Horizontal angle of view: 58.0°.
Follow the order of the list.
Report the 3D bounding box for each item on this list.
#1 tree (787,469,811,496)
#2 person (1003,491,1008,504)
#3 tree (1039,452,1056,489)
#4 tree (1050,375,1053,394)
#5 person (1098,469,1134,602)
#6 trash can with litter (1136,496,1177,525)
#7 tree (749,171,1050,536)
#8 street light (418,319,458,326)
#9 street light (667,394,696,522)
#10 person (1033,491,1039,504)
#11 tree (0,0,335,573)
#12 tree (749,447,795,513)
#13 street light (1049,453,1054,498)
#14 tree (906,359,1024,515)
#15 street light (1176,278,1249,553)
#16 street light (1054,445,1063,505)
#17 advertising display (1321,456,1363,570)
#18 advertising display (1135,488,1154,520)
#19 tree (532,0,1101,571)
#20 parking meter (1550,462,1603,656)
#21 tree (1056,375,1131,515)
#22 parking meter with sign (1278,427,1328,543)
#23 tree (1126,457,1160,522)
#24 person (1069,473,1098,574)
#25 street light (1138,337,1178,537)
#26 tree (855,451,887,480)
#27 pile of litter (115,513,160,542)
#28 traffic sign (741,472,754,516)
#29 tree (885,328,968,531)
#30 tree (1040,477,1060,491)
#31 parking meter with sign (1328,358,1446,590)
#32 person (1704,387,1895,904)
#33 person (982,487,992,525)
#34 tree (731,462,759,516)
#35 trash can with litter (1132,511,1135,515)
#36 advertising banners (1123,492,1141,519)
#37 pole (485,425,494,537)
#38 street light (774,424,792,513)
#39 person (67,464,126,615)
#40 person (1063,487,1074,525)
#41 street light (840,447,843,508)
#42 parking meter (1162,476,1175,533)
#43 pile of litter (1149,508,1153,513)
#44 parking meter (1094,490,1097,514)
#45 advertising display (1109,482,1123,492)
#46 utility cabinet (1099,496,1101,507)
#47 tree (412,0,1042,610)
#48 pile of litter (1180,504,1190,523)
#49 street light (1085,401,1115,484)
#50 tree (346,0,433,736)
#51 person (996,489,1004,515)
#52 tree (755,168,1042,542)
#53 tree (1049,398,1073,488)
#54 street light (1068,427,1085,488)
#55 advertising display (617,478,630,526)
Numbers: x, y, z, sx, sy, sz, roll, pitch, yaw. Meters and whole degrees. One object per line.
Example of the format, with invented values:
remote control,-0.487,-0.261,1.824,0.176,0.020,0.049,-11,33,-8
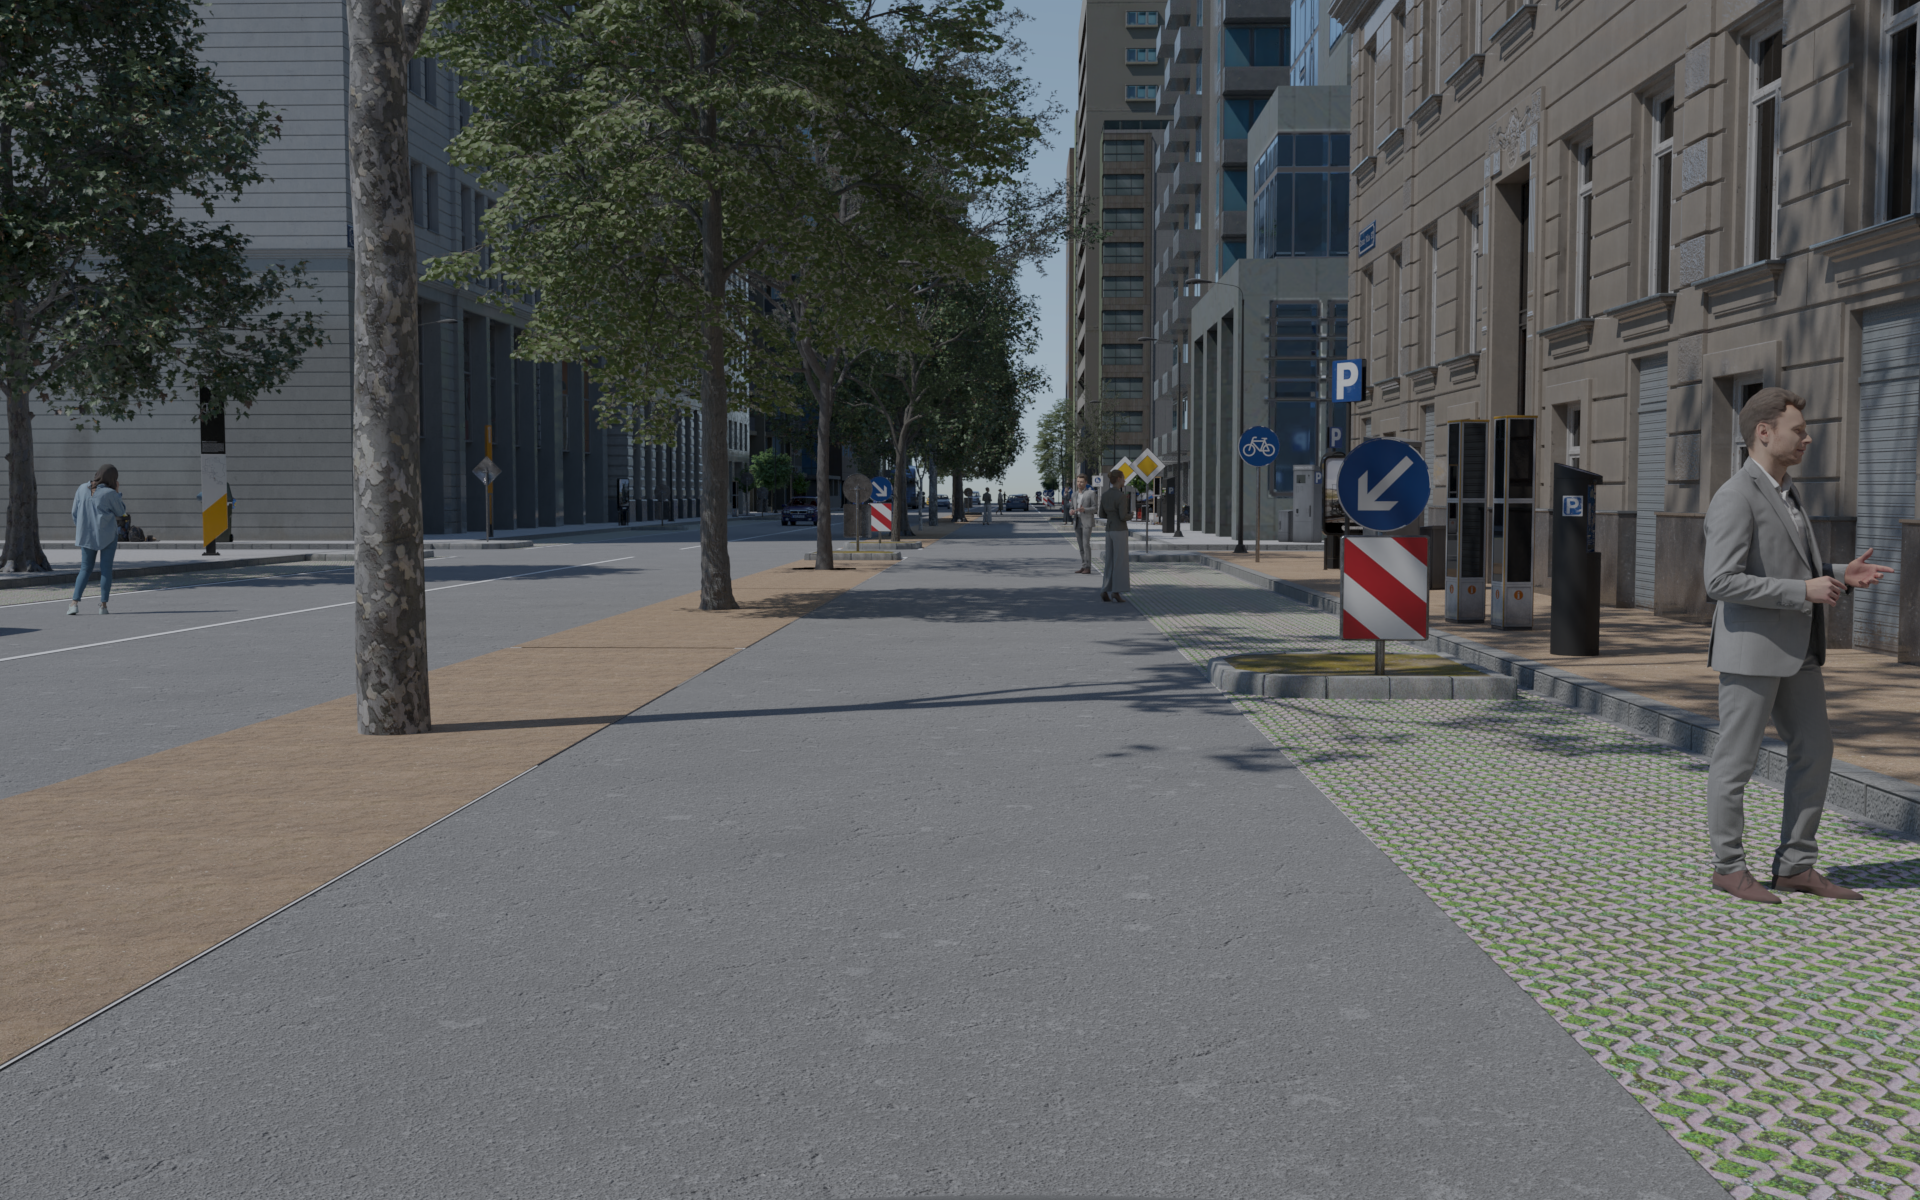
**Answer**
tree,-11.981,-8.333,130.839,1.663,3.219,1.824,0,3,0
person,6.475,-14.776,250.107,0.705,1.821,1.348,3,5,43
tree,14.243,-19.407,267.672,4.360,8.622,3.978,0,3,0
tree,-0.048,-10.322,88.224,9.611,12.733,9.660,0,3,0
person,2.096,-0.848,22.921,0.362,1.759,0.519,-2,4,-35
trash can with litter,8.184,-3.698,71.514,1.678,1.210,2.233,0,4,1
tree,-2.000,-8.485,58.196,9.611,12.733,9.660,0,3,0
street light,-14.021,-4.502,46.150,1.470,5.913,1.316,0,4,2
street light,-12.936,-6.612,80.653,1.470,5.913,1.316,0,4,2
person,10.370,-13.647,231.557,1.348,1.831,0.705,3,4,38
tree,-15.612,-6.822,28.549,9.611,12.733,9.660,0,3,0
tree,-13.019,-8.294,119.327,4.285,4.588,4.351,0,3,0
street light,11.524,-14.607,211.362,1.470,5.913,1.316,0,4,2
tree,0.037,-12.674,116.325,9.857,13.997,8.962,0,3,0
street light,5.551,-3.970,37.455,1.470,5.913,1.316,0,4,2
street light,9.837,-11.607,162.309,1.470,5.913,1.316,0,4,2
advertising display,6.596,-1.468,29.215,0.974,1.923,0.123,0,4,-1
advertising display,9.021,-4.832,84.219,0.974,1.923,0.123,1,4,11
tree,-2.580,-7.311,32.364,12.009,13.543,11.850,0,3,0
parking meter,4.917,-0.331,13.815,0.372,1.533,0.369,0,3,0
tree,8.305,-9.542,106.373,4.360,8.622,3.978,0,3,0
parking meter with sign,9.177,-3.021,45.648,0.543,3.016,1.738,-3,5,-41
tree,8.495,-5.205,79.709,1.663,3.219,1.824,0,3,0
person,2.168,-1.376,31.193,0.606,1.804,0.583,2,4,35
street light,5.958,-4.823,51.389,1.470,5.913,1.316,0,4,2
tree,-10.311,-14.967,195.066,4.360,8.622,3.978,0,3,0
pile of litter,-22.428,-1.989,46.480,1.719,0.858,1.176,1,4,9
traffic sign,-12.412,-6.167,100.936,0.768,2.556,0.104,0,4,6
tree,-1.575,-7.012,67.463,4.737,8.622,4.395,0,3,0
tree,14.396,-17.877,276.009,4.285,4.588,4.351,0,3,0
parking meter with sign,5.757,-1.633,22.962,1.738,3.016,0.543,-2,4,-31
person,2.896,0.163,6.038,0.583,1.804,0.606,3,5,44
person,1.285,-4.331,79.863,0.519,1.759,0.362,2,4,34
tree,-12.850,-6.639,103.149,1.663,3.219,1.824,0,3,0
trash can with litter,9.968,-5.584,102.690,0.624,1.170,1.055,-3,4,-36
advertising banners,9.109,-5.597,87.694,2.074,3.025,0.090,-1,4,-18
pole,-13.973,-3.519,51.386,0.158,3.312,0.155,0,3,0
street light,-11.717,-8.716,115.050,1.470,5.913,1.316,0,4,2
person,-10.288,-0.724,20.599,0.793,1.790,0.793,-2,4,-34
person,4.968,-4.344,79.944,0.534,1.772,0.576,-3,5,-40
street light,-10.195,-11.291,157.149,1.470,5.913,1.316,0,4,2
parking meter,6.833,-3.125,56.798,0.399,1.863,0.255,-2,4,-28
pile of litter,12.748,-6.274,116.553,1.719,0.858,1.176,1,4,12
parking meter,8.509,-6.145,108.885,0.372,1.533,0.369,0,3,0
advertising display,7.365,-4.685,81.809,0.123,1.923,0.974,-2,4,-28
utility cabinet,7.828,-5.128,95.000,0.306,1.237,1.020,1,4,11
tree,-2.921,-6.120,20.646,7.486,12.596,7.792,0,3,0
pile of litter,10.329,-3.853,76.954,1.176,0.858,1.719,3,4,36
street light,7.139,-6.949,86.156,1.470,5.913,1.316,0,4,2
tree,-2.216,-9.208,8.899,12.611,20.169,13.585,0,3,0
person,2.718,-6.728,118.722,0.641,1.798,0.478,-1,4,-12
tree,-1.905,-6.893,49.563,8.767,10.594,7.601,0,4,2
tree,11.908,-17.513,204.456,7.486,12.596,7.792,0,3,0
street light,8.384,-9.053,120.552,1.470,5.913,1.316,0,4,2
advertising display,-13.641,-3.972,70.150,0.123,1.923,0.974,1,4,13
